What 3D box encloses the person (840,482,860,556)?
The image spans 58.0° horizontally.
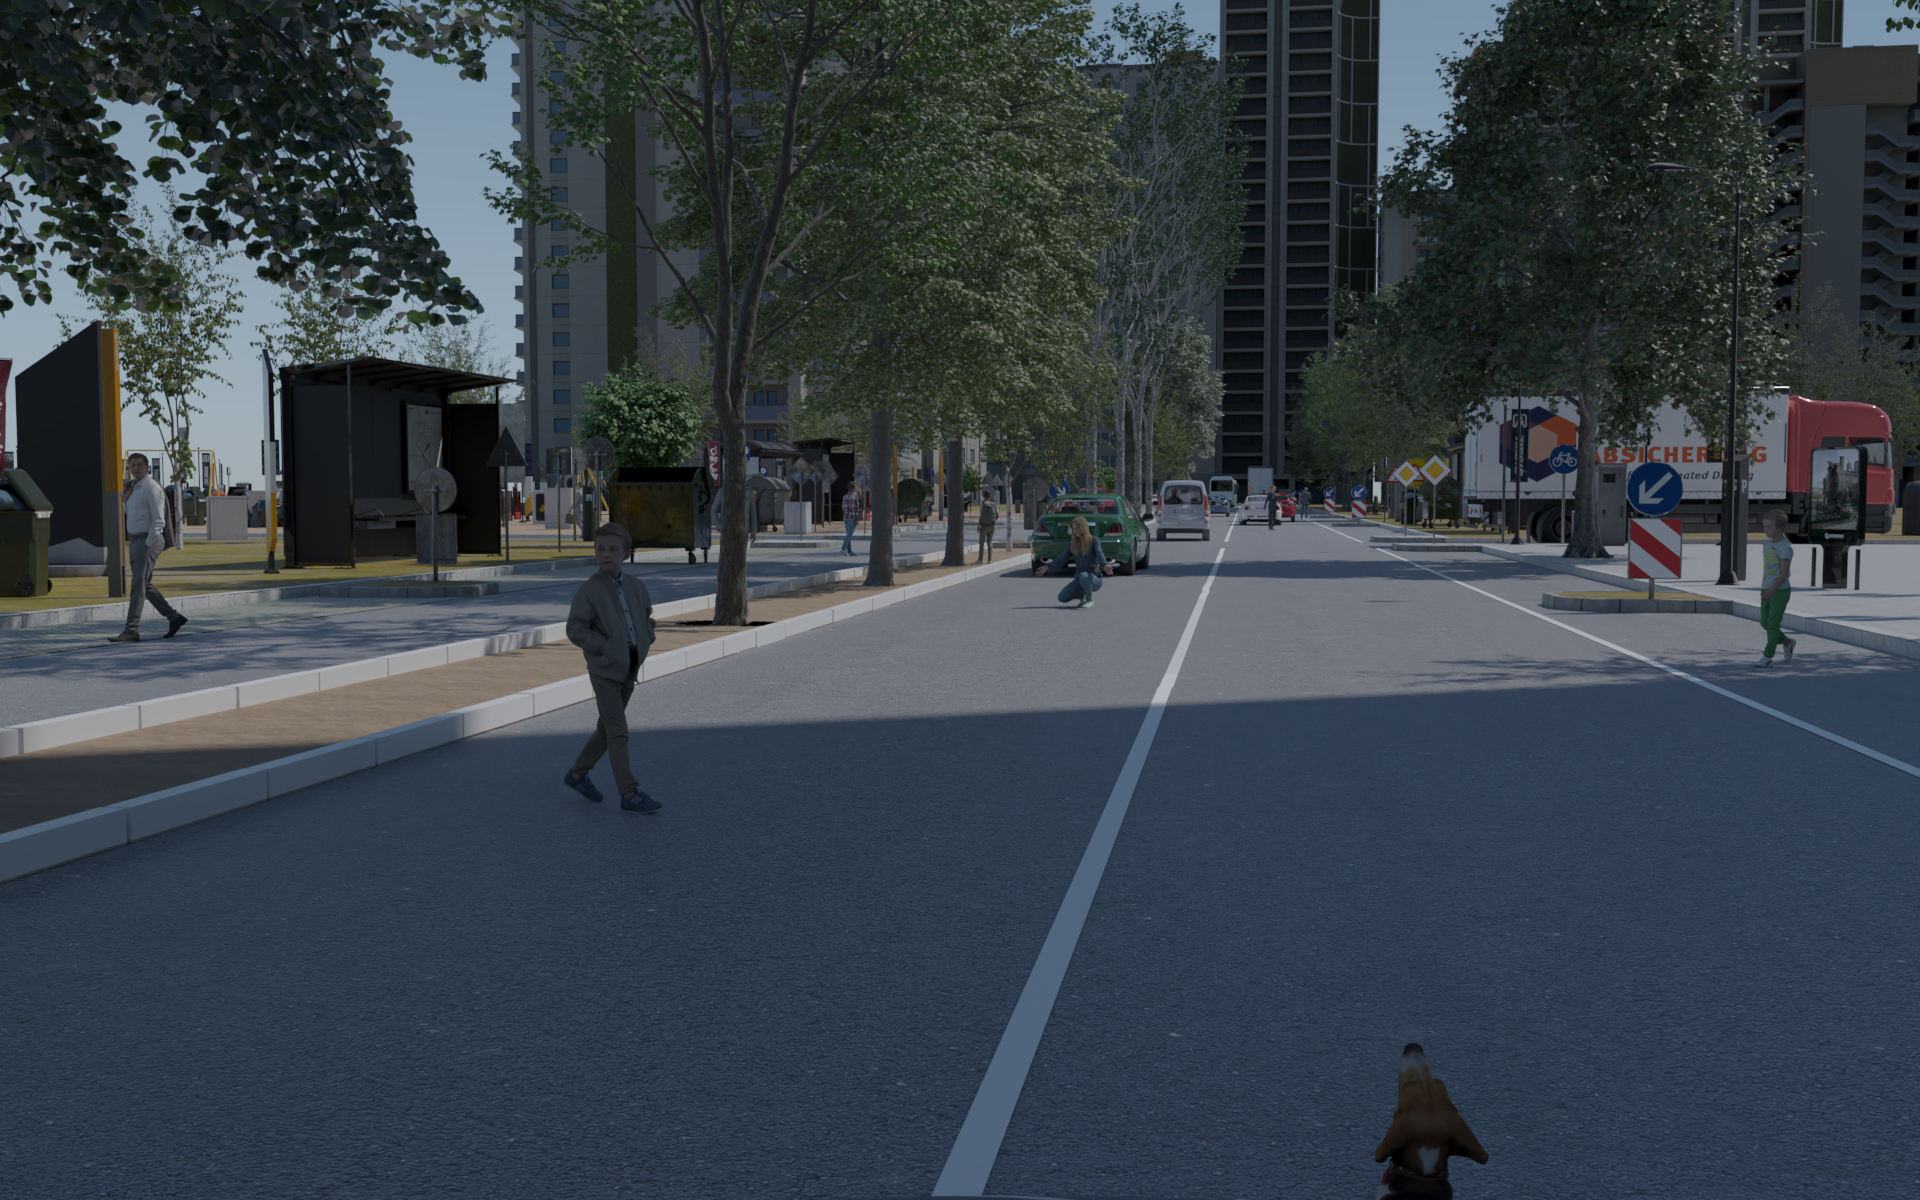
[{"bbox_3d":[-2.574,-1.894,40.303,0.643,1.720,0.563,-2,4,-29],"label":"person"}]

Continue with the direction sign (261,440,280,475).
[{"bbox_3d":[-28.655,-4.896,72.048,0.876,3.537,0.379,1,4,17],"label":"direction sign"}]

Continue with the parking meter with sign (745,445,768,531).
[{"bbox_3d":[-7.289,-3.959,60.983,0.543,3.016,1.738,-2,4,-32],"label":"parking meter with sign"}]

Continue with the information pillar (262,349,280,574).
[{"bbox_3d":[-11.072,-2.228,27.784,0.183,3.616,0.504,-2,4,-32],"label":"information pillar"}]

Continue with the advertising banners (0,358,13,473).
[{"bbox_3d":[-13.005,-1.564,21.762,2.074,3.025,0.090,-3,5,-40],"label":"advertising banners"}]

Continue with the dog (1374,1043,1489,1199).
[{"bbox_3d":[0.720,1.050,3.034,0.748,0.427,0.550,-2,4,-33],"label":"dog"}]

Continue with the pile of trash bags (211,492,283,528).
[{"bbox_3d":[-27.130,-3.447,66.114,1.912,1.369,3.447,2,4,24],"label":"pile of trash bags"}]

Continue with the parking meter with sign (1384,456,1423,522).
[{"bbox_3d":[20.341,-5.088,79.449,1.738,3.016,0.543,1,4,17],"label":"parking meter with sign"}]

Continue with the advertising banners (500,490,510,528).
[{"bbox_3d":[-17.515,-4.256,65.780,0.090,3.025,2.074,0,4,0],"label":"advertising banners"}]

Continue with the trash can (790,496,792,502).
[{"bbox_3d":[-11.654,-6.766,122.272,0.748,1.137,0.748,0,3,0],"label":"trash can"}]

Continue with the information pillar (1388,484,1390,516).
[{"bbox_3d":[24.678,-5.781,99.006,0.304,2.012,0.304,-3,5,-44],"label":"information pillar"}]

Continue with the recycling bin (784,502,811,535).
[{"bbox_3d":[-5.166,-2.608,55.194,0.722,1.027,0.722,1,4,9],"label":"recycling bin"}]

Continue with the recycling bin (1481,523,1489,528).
[{"bbox_3d":[20.512,-3.295,66.425,0.722,1.027,0.722,-2,4,-24],"label":"recycling bin"}]

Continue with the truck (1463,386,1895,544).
[{"bbox_3d":[19.508,-3.529,46.612,11.283,4.237,2.839,1,4,9],"label":"truck"}]

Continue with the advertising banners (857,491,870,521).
[{"bbox_3d":[-4.425,-5.282,82.545,0.090,3.025,2.074,1,4,22],"label":"advertising banners"}]

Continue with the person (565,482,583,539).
[{"bbox_3d":[-11.905,-2.793,54.292,0.853,1.813,0.709,1,4,18],"label":"person"}]

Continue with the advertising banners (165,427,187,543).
[{"bbox_3d":[-20.853,-3.033,45.784,2.074,3.025,0.090,3,5,43],"label":"advertising banners"}]

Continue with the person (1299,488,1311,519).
[{"bbox_3d":[19.520,-5.463,97.998,0.661,1.801,0.590,0,4,3],"label":"person"}]

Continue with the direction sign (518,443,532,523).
[{"bbox_3d":[-19.508,-5.208,77.145,0.876,3.537,0.379,0,4,-2],"label":"direction sign"}]

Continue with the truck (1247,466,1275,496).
[{"bbox_3d":[31.070,-11.621,178.919,2.839,4.237,11.283,1,4,10],"label":"truck"}]

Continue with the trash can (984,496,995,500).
[{"bbox_3d":[2.363,-7.210,129.531,0.748,1.137,0.748,0,3,0],"label":"trash can"}]

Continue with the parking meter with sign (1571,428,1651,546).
[{"bbox_3d":[16.110,-2.853,42.914,1.738,3.016,0.543,1,4,11],"label":"parking meter with sign"}]

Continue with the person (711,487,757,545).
[{"bbox_3d":[-3.192,-0.974,24.532,0.635,1.810,0.391,-2,4,-28],"label":"person"}]

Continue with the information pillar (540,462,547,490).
[{"bbox_3d":[-29.872,-8.122,124.145,0.504,3.616,0.183,0,4,3],"label":"information pillar"}]

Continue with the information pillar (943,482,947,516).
[{"bbox_3d":[-0.904,-5.809,99.467,0.304,2.012,0.304,-2,4,-30],"label":"information pillar"}]

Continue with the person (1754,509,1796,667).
[{"bbox_3d":[6.830,-0.105,14.461,0.590,1.304,0.306,-2,4,-32],"label":"person"}]

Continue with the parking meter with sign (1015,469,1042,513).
[{"bbox_3d":[4.574,-7.338,116.232,1.738,3.016,0.543,1,4,9],"label":"parking meter with sign"}]

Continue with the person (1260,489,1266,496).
[{"bbox_3d":[25.359,-8.324,144.602,1.348,1.823,0.705,1,4,14],"label":"person"}]

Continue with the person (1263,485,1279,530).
[{"bbox_3d":[12.382,-3.669,68.908,0.576,1.772,0.534,-3,5,-45],"label":"person"}]

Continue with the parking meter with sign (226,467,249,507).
[{"bbox_3d":[-46.191,-7.047,111.476,1.738,3.016,0.543,0,4,-6],"label":"parking meter with sign"}]

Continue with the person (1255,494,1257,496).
[{"bbox_3d":[22.374,-7.306,131.182,0.991,1.433,0.599,0,4,-1],"label":"person"}]

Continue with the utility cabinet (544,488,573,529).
[{"bbox_3d":[-14.477,-3.306,62.732,1.173,1.500,0.318,2,4,26],"label":"utility cabinet"}]

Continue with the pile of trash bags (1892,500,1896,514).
[{"bbox_3d":[57.938,-6.161,110.482,3.447,1.369,1.912,3,5,41],"label":"pile of trash bags"}]

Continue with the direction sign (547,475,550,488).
[{"bbox_3d":[-31.847,-8.687,134.024,0.379,3.537,0.876,-2,4,-25],"label":"direction sign"}]

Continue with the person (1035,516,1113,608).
[{"bbox_3d":[1.569,-0.478,21.815,1.012,1.151,0.738,3,5,39],"label":"person"}]

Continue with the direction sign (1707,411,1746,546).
[{"bbox_3d":[18.999,-3.118,42.981,0.876,3.537,0.379,1,4,20],"label":"direction sign"}]

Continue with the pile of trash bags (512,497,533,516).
[{"bbox_3d":[-25.473,-5.709,103.096,3.447,1.369,1.912,1,4,22],"label":"pile of trash bags"}]

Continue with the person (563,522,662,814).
[{"bbox_3d":[-1.582,0.296,7.936,0.640,1.303,0.475,2,4,29],"label":"person"}]

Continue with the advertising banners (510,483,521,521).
[{"bbox_3d":[-21.597,-5.311,83.024,0.090,3.025,2.074,-3,5,-39],"label":"advertising banners"}]

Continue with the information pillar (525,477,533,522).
[{"bbox_3d":[-20.136,-5.471,80.798,0.504,3.616,0.183,3,4,37],"label":"information pillar"}]

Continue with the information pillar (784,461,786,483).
[{"bbox_3d":[-11.145,-7.227,109.519,0.183,3.616,0.504,1,4,17],"label":"information pillar"}]

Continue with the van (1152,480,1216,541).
[{"bbox_3d":[7.024,-2.893,54.308,2.013,2.044,4.112,1,4,8],"label":"van"}]

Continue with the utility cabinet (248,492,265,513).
[{"bbox_3d":[-44.231,-6.148,109.204,1.173,1.500,0.318,-1,4,-10],"label":"utility cabinet"}]

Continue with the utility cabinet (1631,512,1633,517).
[{"bbox_3d":[25.635,-3.455,65.170,1.173,1.500,0.318,2,4,34],"label":"utility cabinet"}]

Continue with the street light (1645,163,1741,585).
[{"bbox_3d":[10.318,-3.172,24.396,1.470,5.913,1.316,1,4,9],"label":"street light"}]

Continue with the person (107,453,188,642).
[{"bbox_3d":[-7.980,-0.510,16.941,0.679,1.850,0.850,3,4,37],"label":"person"}]

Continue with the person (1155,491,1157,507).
[{"bbox_3d":[21.471,-10.987,188.872,1.217,1.736,0.721,0,4,6],"label":"person"}]

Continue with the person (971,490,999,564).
[{"bbox_3d":[0.522,-1.469,35.107,0.523,1.515,0.503,2,4,29],"label":"person"}]

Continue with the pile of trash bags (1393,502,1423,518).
[{"bbox_3d":[23.633,-4.910,90.035,1.912,1.369,3.447,1,4,9],"label":"pile of trash bags"}]

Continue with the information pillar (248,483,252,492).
[{"bbox_3d":[-47.862,-6.861,116.673,0.304,2.012,0.304,-2,4,-30],"label":"information pillar"}]

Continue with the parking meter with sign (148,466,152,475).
[{"bbox_3d":[-50.118,-6.731,106.320,0.543,3.016,1.738,-3,4,-39],"label":"parking meter with sign"}]

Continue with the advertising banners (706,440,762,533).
[{"bbox_3d":[-7.375,-3.690,56.513,2.074,3.025,0.090,-3,4,-38],"label":"advertising banners"}]

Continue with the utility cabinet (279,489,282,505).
[{"bbox_3d":[-39.194,-5.591,100.087,0.318,1.500,1.173,-2,4,-34],"label":"utility cabinet"}]

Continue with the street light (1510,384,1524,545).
[{"bbox_3d":[13.579,-4.359,43.813,1.470,5.913,1.316,1,4,9],"label":"street light"}]
